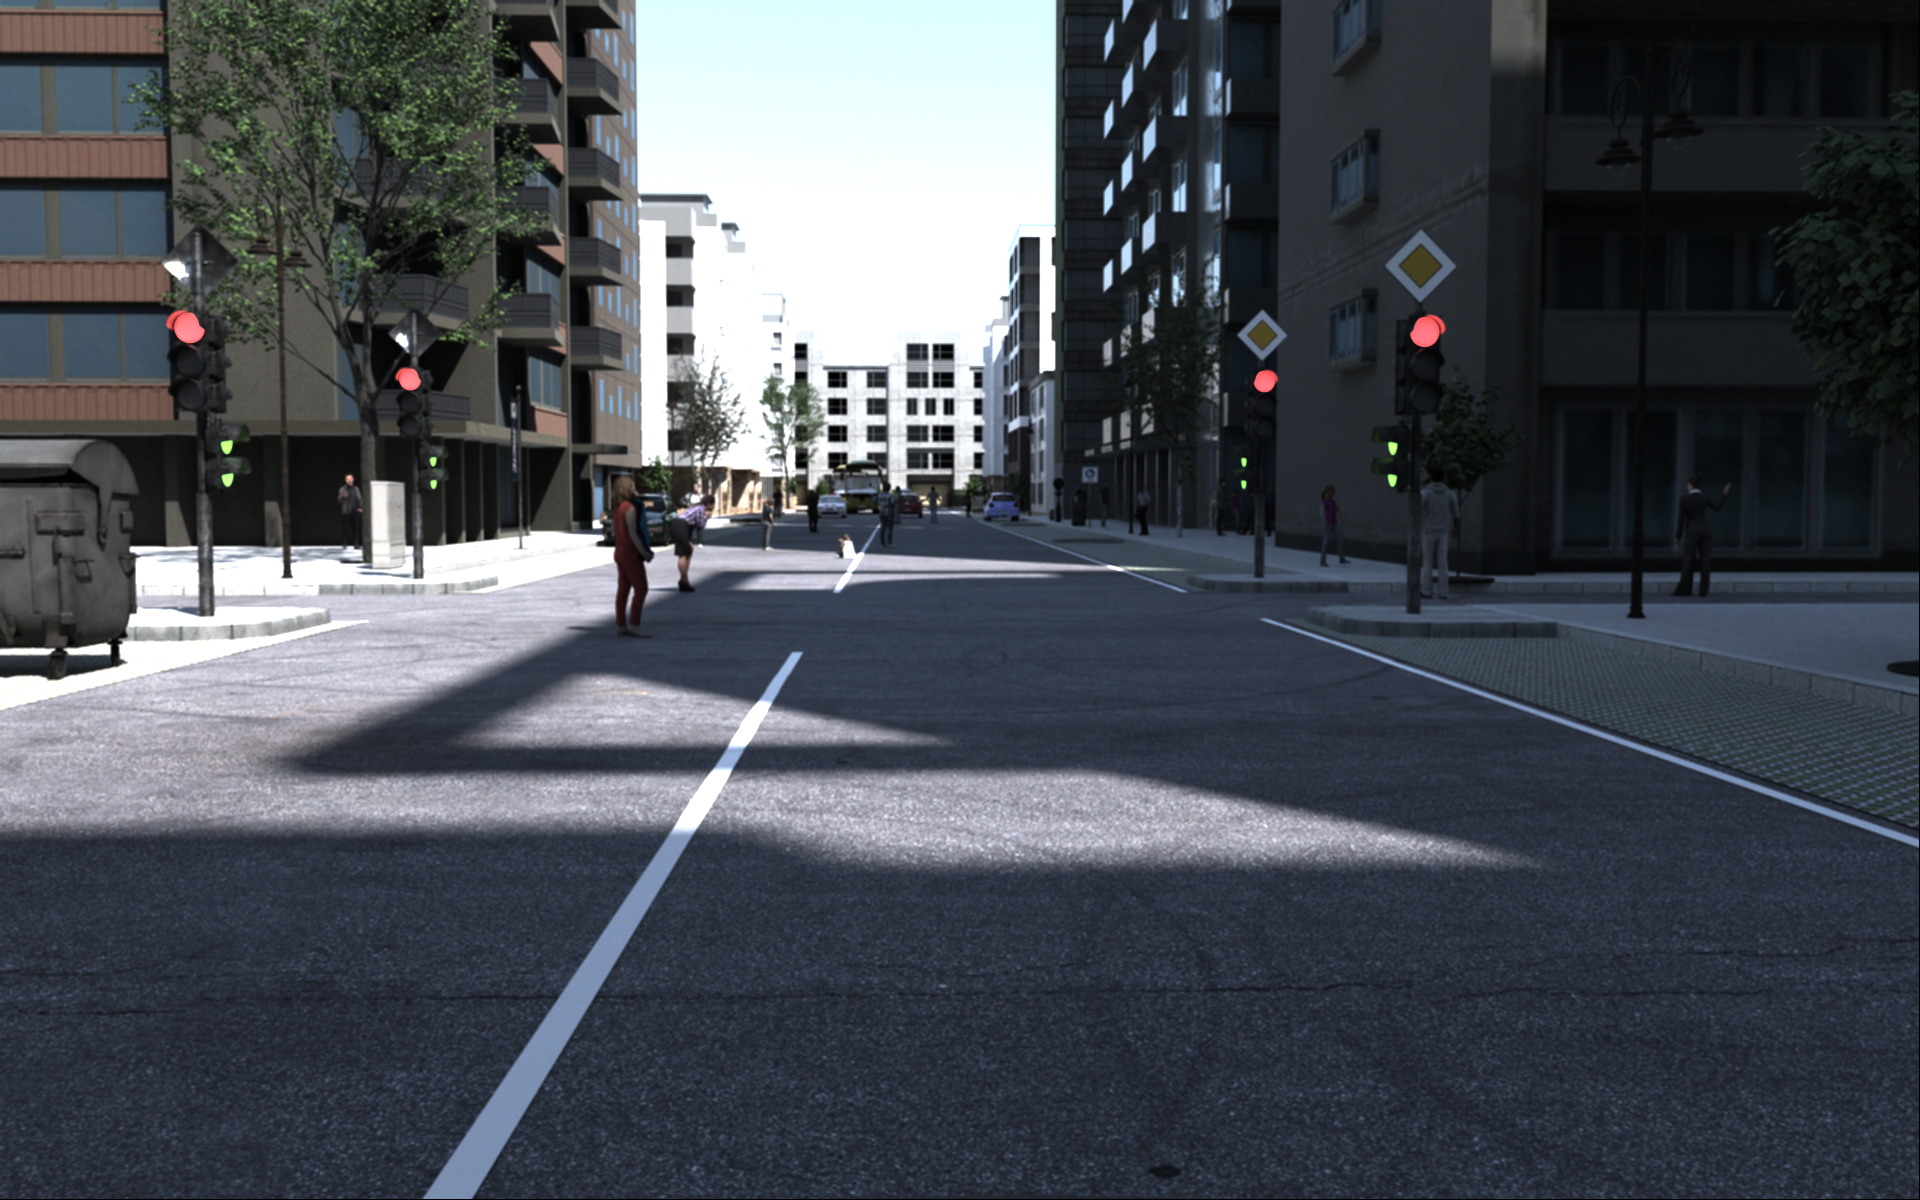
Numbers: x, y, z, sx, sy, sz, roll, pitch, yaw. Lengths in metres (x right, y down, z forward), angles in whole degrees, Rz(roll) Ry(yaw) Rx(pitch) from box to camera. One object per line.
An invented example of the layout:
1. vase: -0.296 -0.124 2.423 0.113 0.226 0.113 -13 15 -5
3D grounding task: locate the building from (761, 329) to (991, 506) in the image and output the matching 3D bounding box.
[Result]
1. building: -7.687 -20.084 194.836 31.486 18.905 16.747 0 4 -2

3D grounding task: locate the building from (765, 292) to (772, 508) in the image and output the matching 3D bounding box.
1. building: -22.870 -16.751 130.294 16.016 20.091 11.380 0 4 -2

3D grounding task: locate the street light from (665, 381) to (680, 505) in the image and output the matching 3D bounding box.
1. street light: -11.774 -6.009 71.030 0.468 5.910 1.993 0 4 -2

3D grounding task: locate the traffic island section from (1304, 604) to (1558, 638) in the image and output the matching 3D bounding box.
1. traffic island section: 4.887 0.226 18.587 2.009 0.180 2.903 0 4 -2

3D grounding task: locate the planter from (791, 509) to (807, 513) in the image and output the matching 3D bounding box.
1. planter: -11.408 -6.530 127.909 1.991 0.319 1.994 0 4 -2

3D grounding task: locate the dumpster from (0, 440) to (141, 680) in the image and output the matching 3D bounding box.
1. dumpster: -7.648 -0.336 13.703 1.865 1.857 1.264 0 4 -1

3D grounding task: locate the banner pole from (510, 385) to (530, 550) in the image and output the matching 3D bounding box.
1. banner pole: -10.186 -3.045 39.798 0.401 3.779 0.863 0 4 3

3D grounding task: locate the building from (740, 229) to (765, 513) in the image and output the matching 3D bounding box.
1. building: -21.999 -15.998 117.980 16.016 20.091 11.380 0 4 -2

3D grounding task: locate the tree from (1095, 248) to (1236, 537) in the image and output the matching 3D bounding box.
1. tree: 6.293 -6.155 50.992 4.737 8.622 4.395 0 3 0

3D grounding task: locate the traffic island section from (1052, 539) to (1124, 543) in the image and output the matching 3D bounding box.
1. traffic island section: 3.746 -1.734 51.217 1.991 0.108 1.994 0 4 -2

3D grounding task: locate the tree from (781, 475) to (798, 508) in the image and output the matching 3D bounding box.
1. tree: -15.198 -9.954 157.356 1.663 3.219 1.824 0 3 0

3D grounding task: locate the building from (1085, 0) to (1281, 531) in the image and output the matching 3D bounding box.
1. building: 17.979 -27.630 71.351 23.786 49.044 30.456 0 4 -2

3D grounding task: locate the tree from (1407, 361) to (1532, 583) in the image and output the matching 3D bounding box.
1. tree: 7.242 -1.889 25.490 1.663 3.219 1.824 0 3 0

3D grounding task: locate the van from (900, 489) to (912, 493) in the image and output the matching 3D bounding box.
1. van: -4.980 -8.992 154.025 2.013 2.044 4.112 0 4 -3

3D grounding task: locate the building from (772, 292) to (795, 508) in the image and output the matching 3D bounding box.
1. building: -22.056 -19.110 168.863 11.380 20.091 16.016 0 4 -2

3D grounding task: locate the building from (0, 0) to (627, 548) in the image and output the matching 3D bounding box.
1. building: -22.755 -24.389 53.377 22.147 44.769 28.867 0 4 -2

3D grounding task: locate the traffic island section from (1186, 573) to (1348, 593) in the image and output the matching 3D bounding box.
1. traffic island section: 4.609 -0.262 26.567 2.009 0.180 2.903 0 4 -2

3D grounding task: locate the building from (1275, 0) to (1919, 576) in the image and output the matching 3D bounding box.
1. building: 18.318 -25.261 36.725 21.600 48.544 21.300 0 4 -2

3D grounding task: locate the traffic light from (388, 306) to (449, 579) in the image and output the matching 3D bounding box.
1. traffic light: -8.144 -2.267 25.994 0.839 4.253 0.868 0 4 -2

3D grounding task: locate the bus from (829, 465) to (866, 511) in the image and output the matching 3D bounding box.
1. bus: -9.389 -9.619 148.824 2.896 3.916 12.252 0 4 0

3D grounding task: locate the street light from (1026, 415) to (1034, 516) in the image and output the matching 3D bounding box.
1. street light: 4.096 -7.859 101.276 0.468 5.910 1.993 0 4 -2

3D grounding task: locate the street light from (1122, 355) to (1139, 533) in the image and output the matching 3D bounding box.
1. street light: 5.589 -5.115 56.412 0.468 5.910 1.993 0 4 -2

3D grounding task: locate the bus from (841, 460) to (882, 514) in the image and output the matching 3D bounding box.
1. bus: -7.103 -8.356 128.170 2.896 3.916 12.252 0 4 -2

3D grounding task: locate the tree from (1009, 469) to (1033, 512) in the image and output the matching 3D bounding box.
1. tree: 4.395 -7.807 122.250 1.663 3.219 1.824 0 3 0

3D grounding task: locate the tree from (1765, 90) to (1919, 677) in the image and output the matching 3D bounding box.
1. tree: 7.336 -1.739 12.152 4.285 4.588 4.351 0 3 0

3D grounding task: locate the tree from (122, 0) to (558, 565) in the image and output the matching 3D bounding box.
1. tree: -10.982 -6.483 31.753 9.928 11.665 9.643 0 3 0

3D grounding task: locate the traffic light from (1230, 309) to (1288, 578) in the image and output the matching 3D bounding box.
1. traffic light: 4.569 -2.295 26.452 0.839 4.253 0.868 0 4 -2

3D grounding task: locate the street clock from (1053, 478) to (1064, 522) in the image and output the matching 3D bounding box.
1. street clock: 4.503 -4.563 79.178 0.471 2.002 0.358 -2 4 -35

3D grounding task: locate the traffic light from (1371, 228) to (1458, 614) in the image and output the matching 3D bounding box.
1. traffic light: 4.847 -1.807 18.471 0.839 4.253 0.868 0 4 -2

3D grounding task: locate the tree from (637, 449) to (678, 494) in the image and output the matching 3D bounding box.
1. tree: -12.970 -4.894 74.614 1.663 3.219 1.824 0 3 0

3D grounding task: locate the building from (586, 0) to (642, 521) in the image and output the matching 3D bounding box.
1. building: -24.170 -26.706 86.756 14.600 45.320 14.200 0 4 -2

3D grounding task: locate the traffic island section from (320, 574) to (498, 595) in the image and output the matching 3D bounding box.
1. traffic island section: -8.185 -0.235 26.128 2.009 0.180 2.903 0 4 -2

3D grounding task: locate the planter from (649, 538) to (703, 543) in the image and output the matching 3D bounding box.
1. planter: -8.744 -1.870 51.718 1.991 0.319 1.994 0 4 -2

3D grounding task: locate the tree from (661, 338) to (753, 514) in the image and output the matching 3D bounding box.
1. tree: -12.355 -8.083 82.522 4.360 8.622 3.978 0 3 0

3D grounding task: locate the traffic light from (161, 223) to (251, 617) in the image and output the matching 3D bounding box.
1. traffic light: -7.866 -1.779 18.014 0.839 4.253 0.868 0 4 -2

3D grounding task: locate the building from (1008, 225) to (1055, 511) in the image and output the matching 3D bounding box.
1. building: 17.903 -18.621 148.430 27.936 21.610 32.646 0 4 -2

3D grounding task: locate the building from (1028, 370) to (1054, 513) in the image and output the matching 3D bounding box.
1. building: 10.217 -10.728 117.557 9.099 9.664 28.070 0 4 -2

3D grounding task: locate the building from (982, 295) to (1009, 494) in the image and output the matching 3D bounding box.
1. building: 10.289 -19.207 170.448 16.016 20.091 11.380 0 4 -2

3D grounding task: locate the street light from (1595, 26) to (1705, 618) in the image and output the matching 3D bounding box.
1. street light: 7.007 -2.751 17.771 0.468 5.910 1.993 0 4 -2

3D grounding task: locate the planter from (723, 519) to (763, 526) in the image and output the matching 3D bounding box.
1. planter: -9.691 -3.517 78.645 1.991 0.319 1.994 0 4 -2

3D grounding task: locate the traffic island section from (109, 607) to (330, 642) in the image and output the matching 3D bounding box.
1. traffic island section: -7.906 0.253 18.147 2.009 0.180 2.903 0 4 -2

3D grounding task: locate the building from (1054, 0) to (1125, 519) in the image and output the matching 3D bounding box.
1. building: 11.994 -25.078 93.625 14.154 41.232 14.086 0 4 -2

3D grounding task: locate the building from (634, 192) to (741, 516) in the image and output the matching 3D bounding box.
1. building: -22.305 -15.302 106.604 16.016 20.091 11.380 0 4 -2

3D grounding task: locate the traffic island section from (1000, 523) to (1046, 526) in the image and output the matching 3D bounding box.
1. traffic island section: 2.817 -3.390 78.286 1.991 0.108 1.994 0 4 -2

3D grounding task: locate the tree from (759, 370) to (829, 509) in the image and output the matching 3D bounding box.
1. tree: -14.721 -13.502 146.513 9.928 11.665 9.643 0 3 0

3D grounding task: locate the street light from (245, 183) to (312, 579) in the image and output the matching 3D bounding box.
1. street light: -10.230 -3.265 26.166 0.468 5.910 1.993 0 4 -2
